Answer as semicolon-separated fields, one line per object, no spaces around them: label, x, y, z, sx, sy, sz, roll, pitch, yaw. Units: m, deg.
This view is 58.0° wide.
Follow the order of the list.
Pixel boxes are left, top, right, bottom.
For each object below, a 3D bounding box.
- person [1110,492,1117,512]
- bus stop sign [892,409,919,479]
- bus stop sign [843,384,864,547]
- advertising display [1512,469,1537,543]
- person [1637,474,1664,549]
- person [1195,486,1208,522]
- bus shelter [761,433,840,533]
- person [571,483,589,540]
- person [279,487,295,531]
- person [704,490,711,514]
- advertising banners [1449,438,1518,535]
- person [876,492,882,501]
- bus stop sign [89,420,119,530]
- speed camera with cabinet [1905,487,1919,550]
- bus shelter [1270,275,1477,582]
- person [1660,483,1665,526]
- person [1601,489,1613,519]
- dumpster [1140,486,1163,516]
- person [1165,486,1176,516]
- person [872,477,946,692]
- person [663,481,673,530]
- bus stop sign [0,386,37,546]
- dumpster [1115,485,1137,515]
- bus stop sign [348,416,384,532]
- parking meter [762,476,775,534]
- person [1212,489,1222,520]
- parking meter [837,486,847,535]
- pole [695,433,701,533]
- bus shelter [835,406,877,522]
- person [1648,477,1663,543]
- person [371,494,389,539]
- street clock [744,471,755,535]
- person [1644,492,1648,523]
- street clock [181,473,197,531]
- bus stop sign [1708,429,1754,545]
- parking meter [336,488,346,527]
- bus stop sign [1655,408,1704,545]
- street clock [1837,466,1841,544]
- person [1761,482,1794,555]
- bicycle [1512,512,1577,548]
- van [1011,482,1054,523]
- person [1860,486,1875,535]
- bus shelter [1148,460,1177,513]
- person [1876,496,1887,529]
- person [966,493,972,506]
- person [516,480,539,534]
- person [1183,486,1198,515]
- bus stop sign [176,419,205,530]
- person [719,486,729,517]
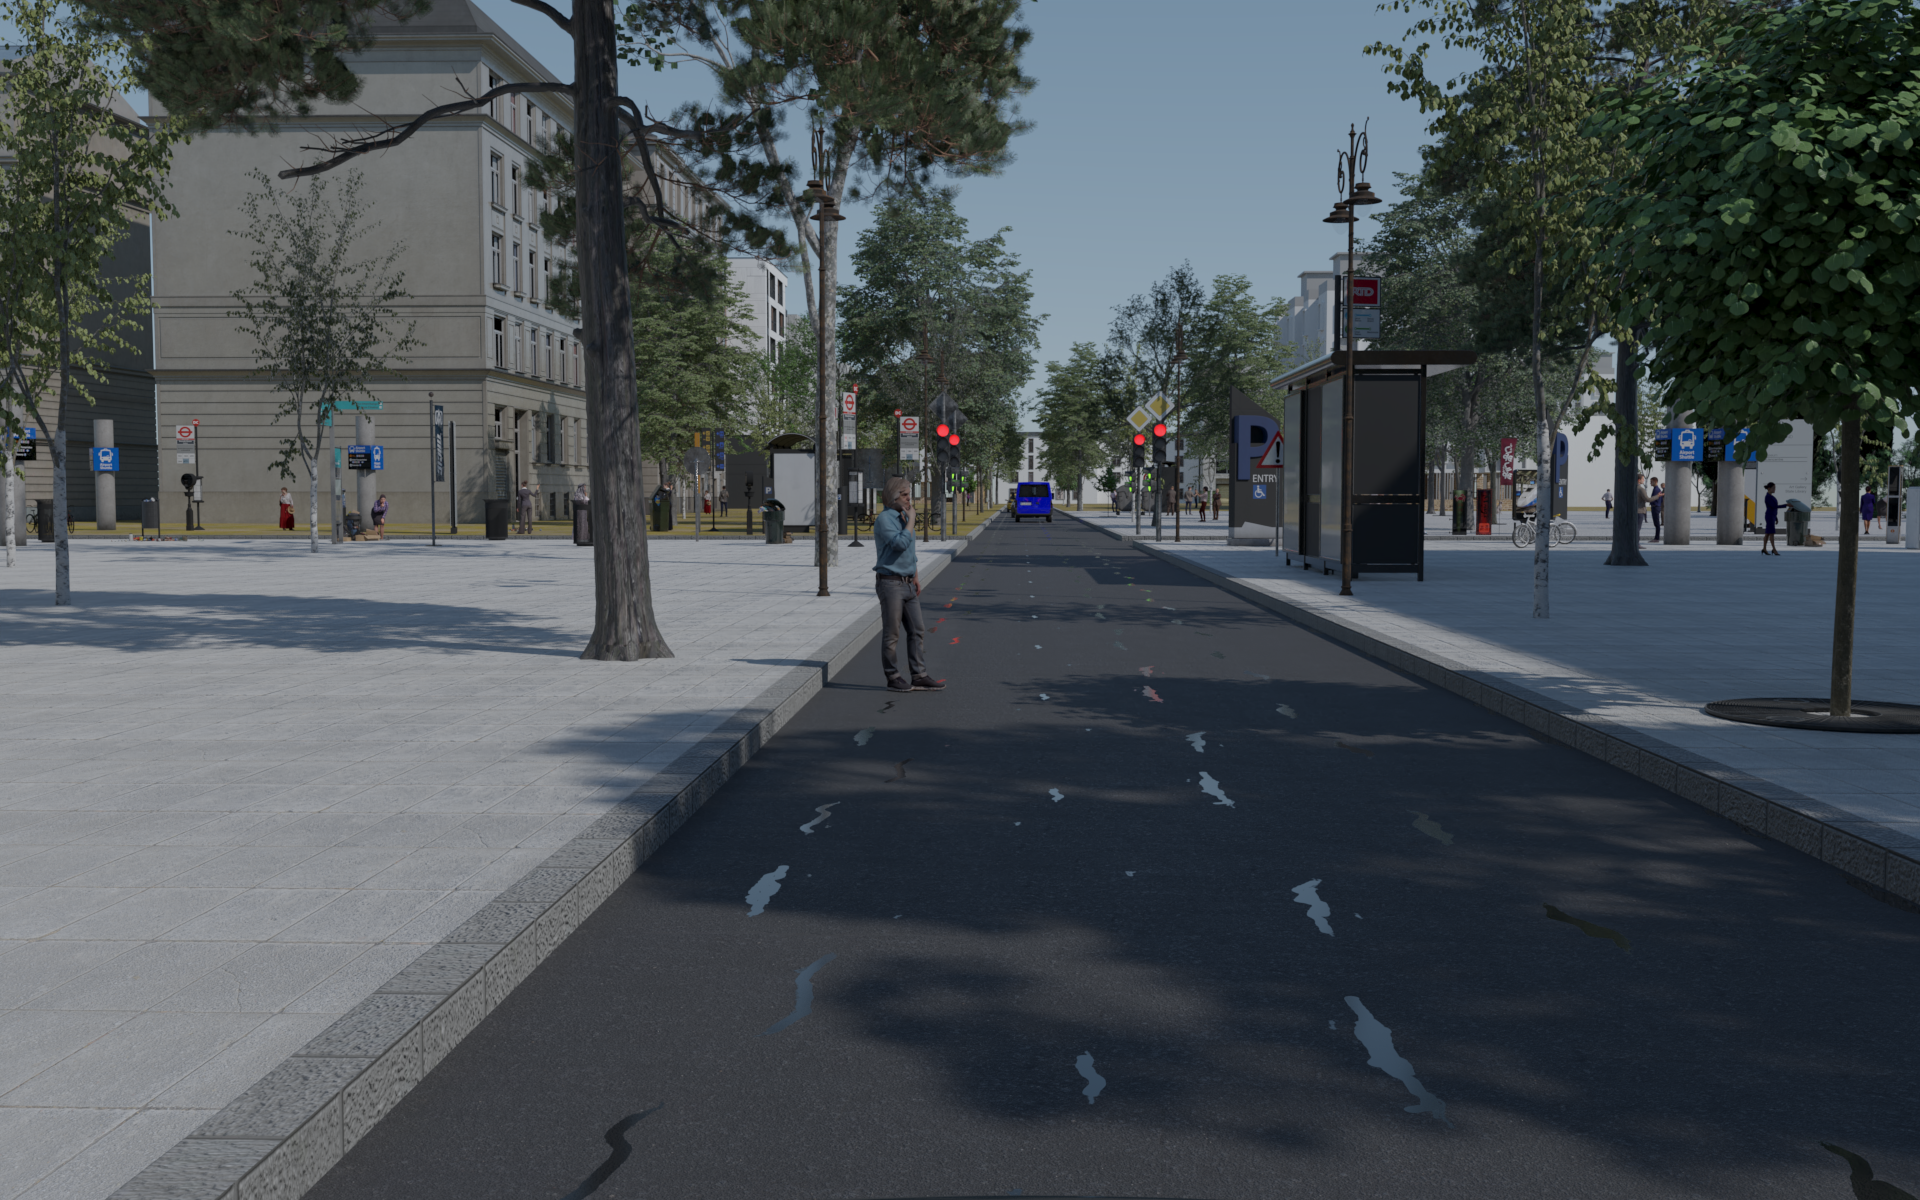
person;11.096;-7.176;124.301;0.436;1.711;0.756;-1;4;-22
bus stop sign;-1.728;-4.028;54.564;0.855;3.939;0.416;0;4;-8
bus stop sign;-2.616;-3.245;41.767;0.416;3.939;0.855;1;4;23
advertising display;14.853;-2.451;45.290;0.974;1.923;0.123;-2;4;-25
person;16.015;-2.079;40.560;0.750;1.759;0.617;0;4;-3
person;11.143;-4.426;79.872;0.517;1.644;0.566;-3;5;-41
bus shelter;-5.436;-4.028;59.780;2.014;3.302;5.546;0;4;2
person;-10.839;-2.477;49.666;0.621;1.740;0.551;-1;4;-15
person;-23.634;-3.197;60.784;0.523;1.526;0.387;-2;4;-30
person;-15.985;-6.186;109.647;0.523;1.526;0.387;1;4;16
advertising banners;16.301;-3.532;53.928;2.074;3.025;0.090;0;4;0
person;-7.209;-8.576;146.784;1.217;1.766;0.721;-1;4;-20
bus stop sign;-30.339;-4.430;61.444;0.837;3.901;0.837;-2;4;-34
speed camera with cabinet;23.049;-2.795;40.034;2.038;3.252;0.660;0;4;-2
bus shelter;6.607;-3.173;29.514;2.179;5.291;8.768;0;4;2
person;28.313;-3.860;69.847;0.600;1.739;0.565;0;4;2
person;33.894;-5.043;90.703;0.590;1.554;0.614;-3;5;-44
dumpster;11.478;-5.999;103.839;1.264;1.857;1.865;0;4;2
person;12.426;-5.843;102.266;0.565;1.739;0.600;-3;5;-41
person;-0.417;-0.113;12.566;0.499;1.552;0.429;-3;4;-38
person;-10.321;-3.308;60.938;0.445;1.727;0.742;0;4;-5
bus stop sign;-23.351;-3.276;42.576;0.837;3.901;0.837;1;4;12
dumpster;10.101;-6.075;105.092;1.264;1.857;1.865;0;4;2
bus stop sign;-20.066;-4.251;58.525;0.837;3.901;0.837;1;4;10
parking meter;-6.168;-3.063;55.795;0.399;1.863;0.255;-1;4;-11
person;12.682;-4.719;85.473;0.482;1.546;0.388;1;4;15
parking meter;-3.730;-2.818;54.484;0.372;1.533;0.369;0;3;0
pole;-8.751;-3.910;57.769;0.158;3.312;0.155;0;3;0
bus shelter;-5.167;-6.386;82.039;2.179;5.291;8.768;0;4;2
person;18.334;-2.390;45.822;0.504;1.737;0.576;1;4;19
person;-16.624;-2.321;49.681;0.421;1.427;0.697;-3;4;-37
street clock;-6.615;-3.048;54.412;0.358;2.002;0.471;-1;4;-11
person;30.359;-4.326;77.223;0.683;1.767;0.568;2;4;30
street clock;-26.910;-3.419;60.475;0.471;2.002;0.358;1;4;10
bus stop sign;19.415;-3.337;43.580;0.837;3.901;0.837;0;4;-5
parking meter;-21.787;-3.210;60.898;0.372;1.533;0.369;0;3;0
bus stop sign;18.084;-3.338;43.594;0.837;3.901;0.837;0;4;-6
street clock;22.631;-2.429;44.287;0.471;2.002;0.358;-3;4;-38
person;17.061;-1.698;36.171;0.546;1.535;0.453;1;4;15
bicycle;15.002;-1.892;44.154;1.543;0.972;0.635;0;4;2
van;3.753;-5.158;88.722;2.240;2.365;5.245;0;4;2
person;28.843;-2.854;55.079;0.453;1.535;0.546;1;4;12
bus shelter;14.236;-7.947;121.215;1.731;3.624;6.357;0;4;2
person;33.715;-3.281;62.884;0.799;1.438;0.628;2;4;26
person;0.914;-10.752;182.515;0.721;1.739;1.217;-2;4;-28
person;-13.896;-2.988;55.696;0.445;1.727;0.742;2;4;34
person;14.313;-6.175;107.529;0.750;1.759;0.617;-3;5;-44
bus stop sign;-27.328;-4.453;61.514;0.855;3.939;0.416;-1;4;-17
person;-13.459;-5.619;98.448;0.617;1.759;0.750;-1;4;-18
